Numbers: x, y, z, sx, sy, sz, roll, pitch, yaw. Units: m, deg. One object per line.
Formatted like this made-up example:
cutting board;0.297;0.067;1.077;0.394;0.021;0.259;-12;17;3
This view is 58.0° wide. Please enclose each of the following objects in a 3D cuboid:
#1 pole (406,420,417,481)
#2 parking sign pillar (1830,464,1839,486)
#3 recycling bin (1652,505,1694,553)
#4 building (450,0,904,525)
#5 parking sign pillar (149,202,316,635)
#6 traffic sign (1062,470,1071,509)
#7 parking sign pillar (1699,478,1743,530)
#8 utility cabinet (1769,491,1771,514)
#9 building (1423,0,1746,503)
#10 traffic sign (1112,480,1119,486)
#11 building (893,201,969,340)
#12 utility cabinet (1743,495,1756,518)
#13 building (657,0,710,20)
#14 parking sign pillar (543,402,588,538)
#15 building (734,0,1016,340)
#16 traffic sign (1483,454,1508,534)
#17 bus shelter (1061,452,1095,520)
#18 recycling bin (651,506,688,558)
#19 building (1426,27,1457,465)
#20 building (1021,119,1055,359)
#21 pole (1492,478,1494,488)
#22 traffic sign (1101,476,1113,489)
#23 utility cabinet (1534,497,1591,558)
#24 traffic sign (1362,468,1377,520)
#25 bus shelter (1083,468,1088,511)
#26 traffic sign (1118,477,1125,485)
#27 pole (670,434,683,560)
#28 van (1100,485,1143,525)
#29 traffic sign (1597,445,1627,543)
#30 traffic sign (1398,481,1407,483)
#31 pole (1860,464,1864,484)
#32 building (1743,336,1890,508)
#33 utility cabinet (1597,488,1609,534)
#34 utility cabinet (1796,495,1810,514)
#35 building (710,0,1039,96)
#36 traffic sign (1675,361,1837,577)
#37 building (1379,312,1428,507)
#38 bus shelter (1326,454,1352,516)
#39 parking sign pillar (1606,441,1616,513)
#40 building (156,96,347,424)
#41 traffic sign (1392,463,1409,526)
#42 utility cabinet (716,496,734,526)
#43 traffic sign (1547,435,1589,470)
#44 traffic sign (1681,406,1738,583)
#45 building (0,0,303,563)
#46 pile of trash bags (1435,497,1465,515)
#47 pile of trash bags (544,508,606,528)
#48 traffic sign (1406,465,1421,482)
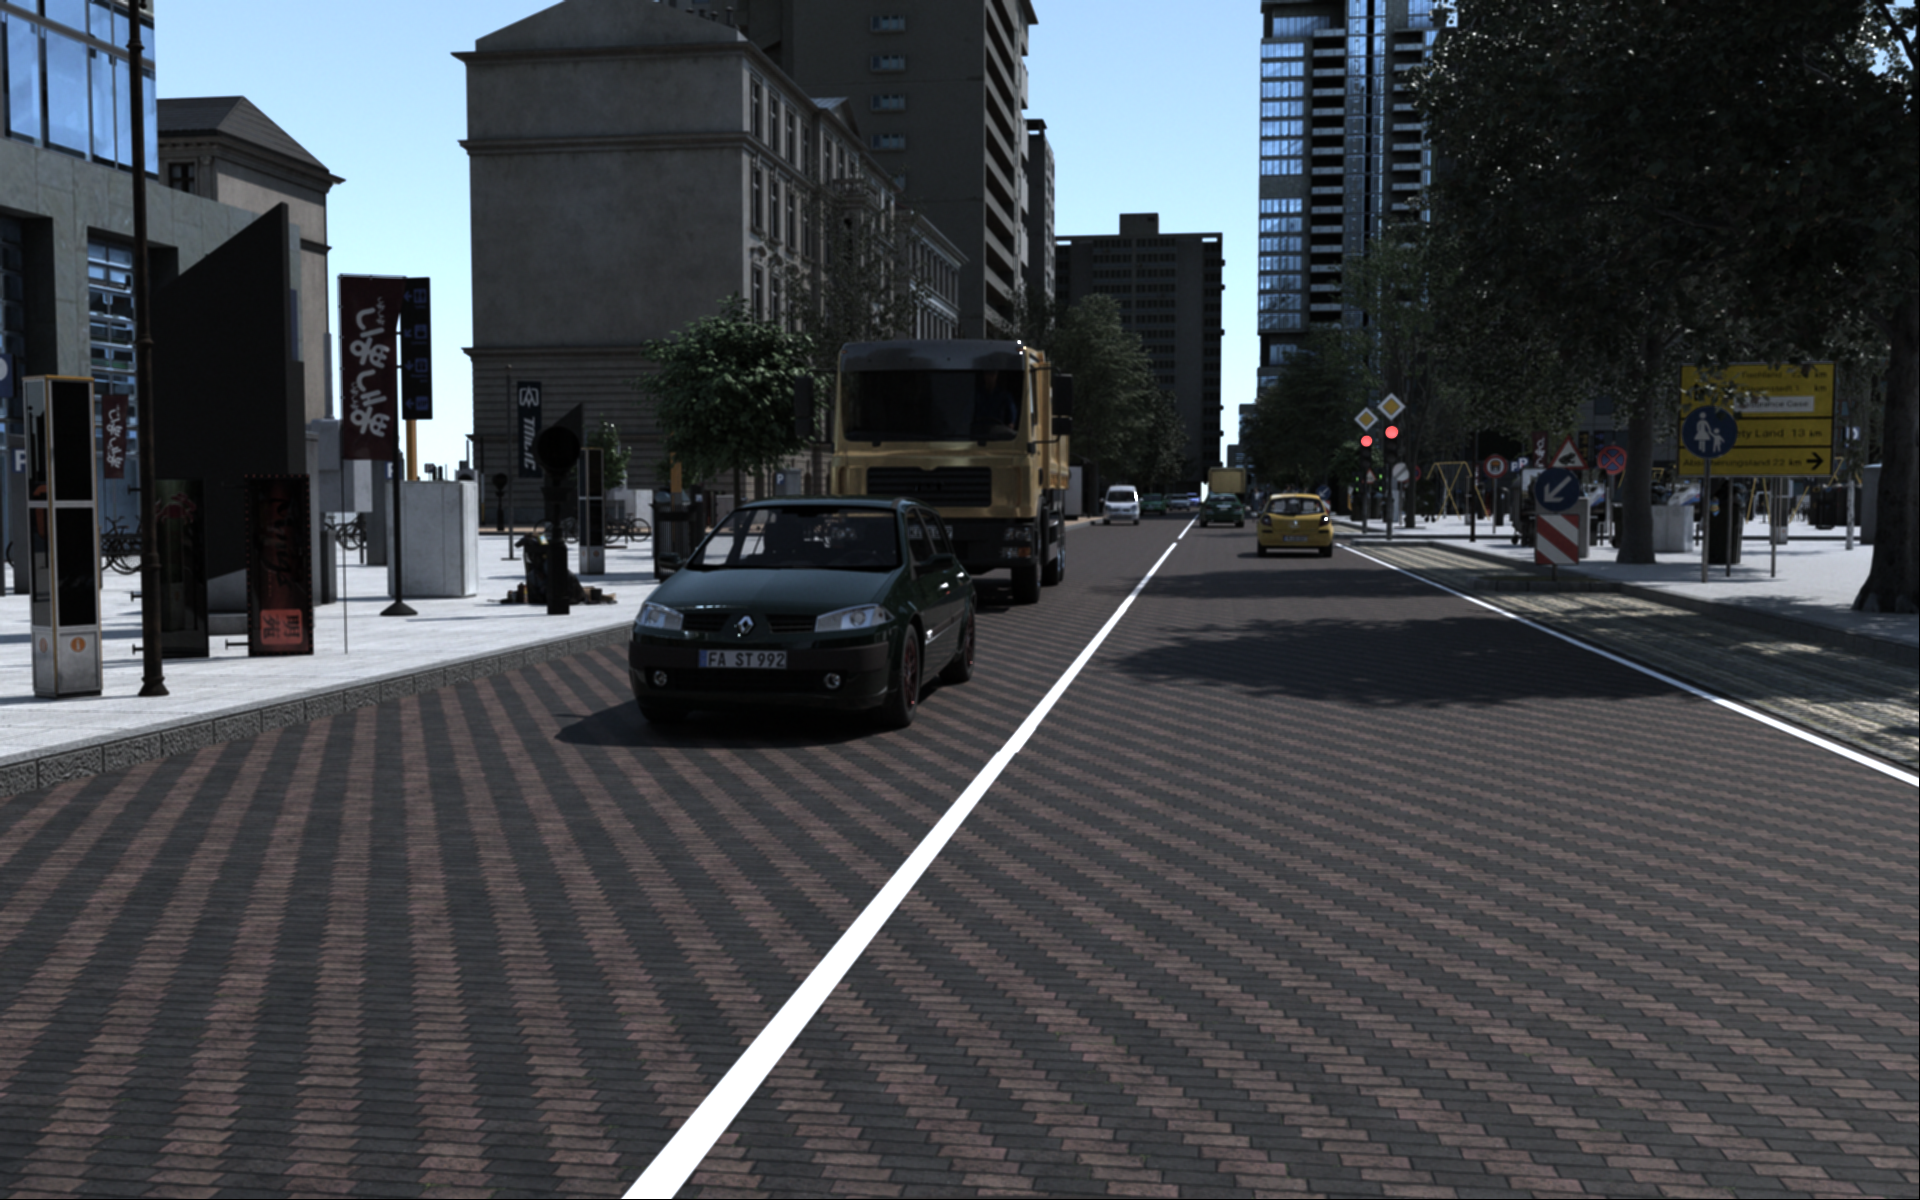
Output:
pole;-11.353;-2.571;35.886;0.158;3.312;0.155;0;3;0
parking sign pillar;55.713;-7.458;110.413;1.447;3.967;1.447;2;4;30
recycling bin;15.698;-1.567;38.172;0.722;1.027;0.722;3;4;39
building;-11.443;-16.463;88.255;14.460;24.649;34.723;1;4;8
parking sign pillar;-6.877;-1.702;16.293;1.447;3.967;1.447;0;4;3
traffic sign;4.816;-4.949;81.028;0.768;2.556;0.104;1;4;11
parking sign pillar;26.977;-4.455;61.308;1.447;3.967;1.447;0;4;4
utility cabinet;50.668;-6.043;107.480;0.318;1.500;1.173;0;4;-5
building;48.741;-42.705;136.476;20.563;71.187;20.611;1;4;8
traffic sign;11.133;-7.649;125.063;0.884;2.594;0.081;1;4;10
building;-6.598;-17.103;115.792;11.583;22.565;21.152;1;4;8
utility cabinet;42.482;-5.047;93.681;1.020;1.237;0.306;0;4;-6
building;-18.242;-39.675;190.693;28.212;58.520;21.231;1;4;8
parking sign pillar;-11.605;-3.832;51.125;1.447;3.967;1.447;1;4;18
building;-7.140;-31.903;145.317;21.300;48.544;21.600;1;4;8
traffic sign;17.232;-3.406;55.798;0.768;2.556;0.104;1;4;16
bus shelter;5.553;-5.669;86.613;2.014;3.302;5.546;1;4;8
recycling bin;-5.896;-1.382;35.157;0.722;1.027;0.722;-1;4;-11
building;48.945;-28.830;154.959;14.154;41.232;14.086;1;4;8
building;3.211;-31.080;191.747;14.086;41.232;14.154;1;4;8
pole;35.616;-7.446;115.586;0.158;3.312;0.155;0;3;0
traffic sign;10.274;-7.418;121.283;0.884;2.594;0.081;1;4;12
utility cabinet;12.130;-1.451;34.891;1.020;1.237;0.306;2;4;32
traffic sign;20.360;-5.265;86.087;0.884;2.594;0.081;1;4;16
bus shelter;9.132;-8.276;126.597;1.731;3.624;6.357;1;4;8
traffic sign;12.093;-8.002;130.938;0.768;2.556;0.104;1;4;9
pole;-5.292;-2.351;32.282;0.158;3.312;0.155;0;3;0
van;7.566;-4.526;81.017;2.013;2.044;4.112;0;4;7
traffic sign;16.935;-2.747;45.012;0.768;2.556;0.104;1;4;14
traffic sign;20.728;-5.026;82.184;0.884;2.594;0.081;1;4;13
pole;56.551;-7.023;108.674;0.158;3.312;0.155;0;3;0
building;91.635;-20.042;172.726;28.899;21.520;27.650;1;4;8
utility cabinet;20.098;-2.849;55.260;1.173;1.500;0.318;-1;4;-14
utility cabinet;55.287;-6.264;113.576;1.020;1.237;0.306;-2;4;-27
building;-7.783;-35.565;170.732;28.713;52.752;27.495;1;4;8
traffic sign;12.227;-2.007;26.680;2.265;3.308;0.079;1;4;13
building;58.106;-20.236;175.900;27.650;21.520;28.899;1;4;8
bus shelter;22.889;-6.855;103.358;1.731;3.624;6.357;1;4;8
parking sign pillar;32.735;-6.064;87.617;1.447;3.967;1.447;2;4;35
building;-39.590;-13.129;79.281;19.286;19.102;10.561;1;4;8
traffic sign;17.867;-4.285;70.160;0.768;2.556;0.104;1;4;14
utility cabinet;-9.038;-3.371;66.274;1.020;1.237;0.306;0;4;5
traffic sign;13.330;-2.325;38.017;0.884;2.594;0.081;1;4;16
traffic sign;10.769;-1.521;24.974;0.768;2.556;0.104;1;4;9
building;-32.787;-43.910;30.595;31.000;86.520;22.319;1;4;8
pile of trash bags;29.397;-5.855;105.480;1.912;1.369;3.447;3;5;44
pile of trash bags;-15.042;-3.462;66.364;1.912;1.369;3.447;-3;4;-39
traffic sign;19.352;-4.532;74.209;0.768;2.556;0.104;1;4;11
